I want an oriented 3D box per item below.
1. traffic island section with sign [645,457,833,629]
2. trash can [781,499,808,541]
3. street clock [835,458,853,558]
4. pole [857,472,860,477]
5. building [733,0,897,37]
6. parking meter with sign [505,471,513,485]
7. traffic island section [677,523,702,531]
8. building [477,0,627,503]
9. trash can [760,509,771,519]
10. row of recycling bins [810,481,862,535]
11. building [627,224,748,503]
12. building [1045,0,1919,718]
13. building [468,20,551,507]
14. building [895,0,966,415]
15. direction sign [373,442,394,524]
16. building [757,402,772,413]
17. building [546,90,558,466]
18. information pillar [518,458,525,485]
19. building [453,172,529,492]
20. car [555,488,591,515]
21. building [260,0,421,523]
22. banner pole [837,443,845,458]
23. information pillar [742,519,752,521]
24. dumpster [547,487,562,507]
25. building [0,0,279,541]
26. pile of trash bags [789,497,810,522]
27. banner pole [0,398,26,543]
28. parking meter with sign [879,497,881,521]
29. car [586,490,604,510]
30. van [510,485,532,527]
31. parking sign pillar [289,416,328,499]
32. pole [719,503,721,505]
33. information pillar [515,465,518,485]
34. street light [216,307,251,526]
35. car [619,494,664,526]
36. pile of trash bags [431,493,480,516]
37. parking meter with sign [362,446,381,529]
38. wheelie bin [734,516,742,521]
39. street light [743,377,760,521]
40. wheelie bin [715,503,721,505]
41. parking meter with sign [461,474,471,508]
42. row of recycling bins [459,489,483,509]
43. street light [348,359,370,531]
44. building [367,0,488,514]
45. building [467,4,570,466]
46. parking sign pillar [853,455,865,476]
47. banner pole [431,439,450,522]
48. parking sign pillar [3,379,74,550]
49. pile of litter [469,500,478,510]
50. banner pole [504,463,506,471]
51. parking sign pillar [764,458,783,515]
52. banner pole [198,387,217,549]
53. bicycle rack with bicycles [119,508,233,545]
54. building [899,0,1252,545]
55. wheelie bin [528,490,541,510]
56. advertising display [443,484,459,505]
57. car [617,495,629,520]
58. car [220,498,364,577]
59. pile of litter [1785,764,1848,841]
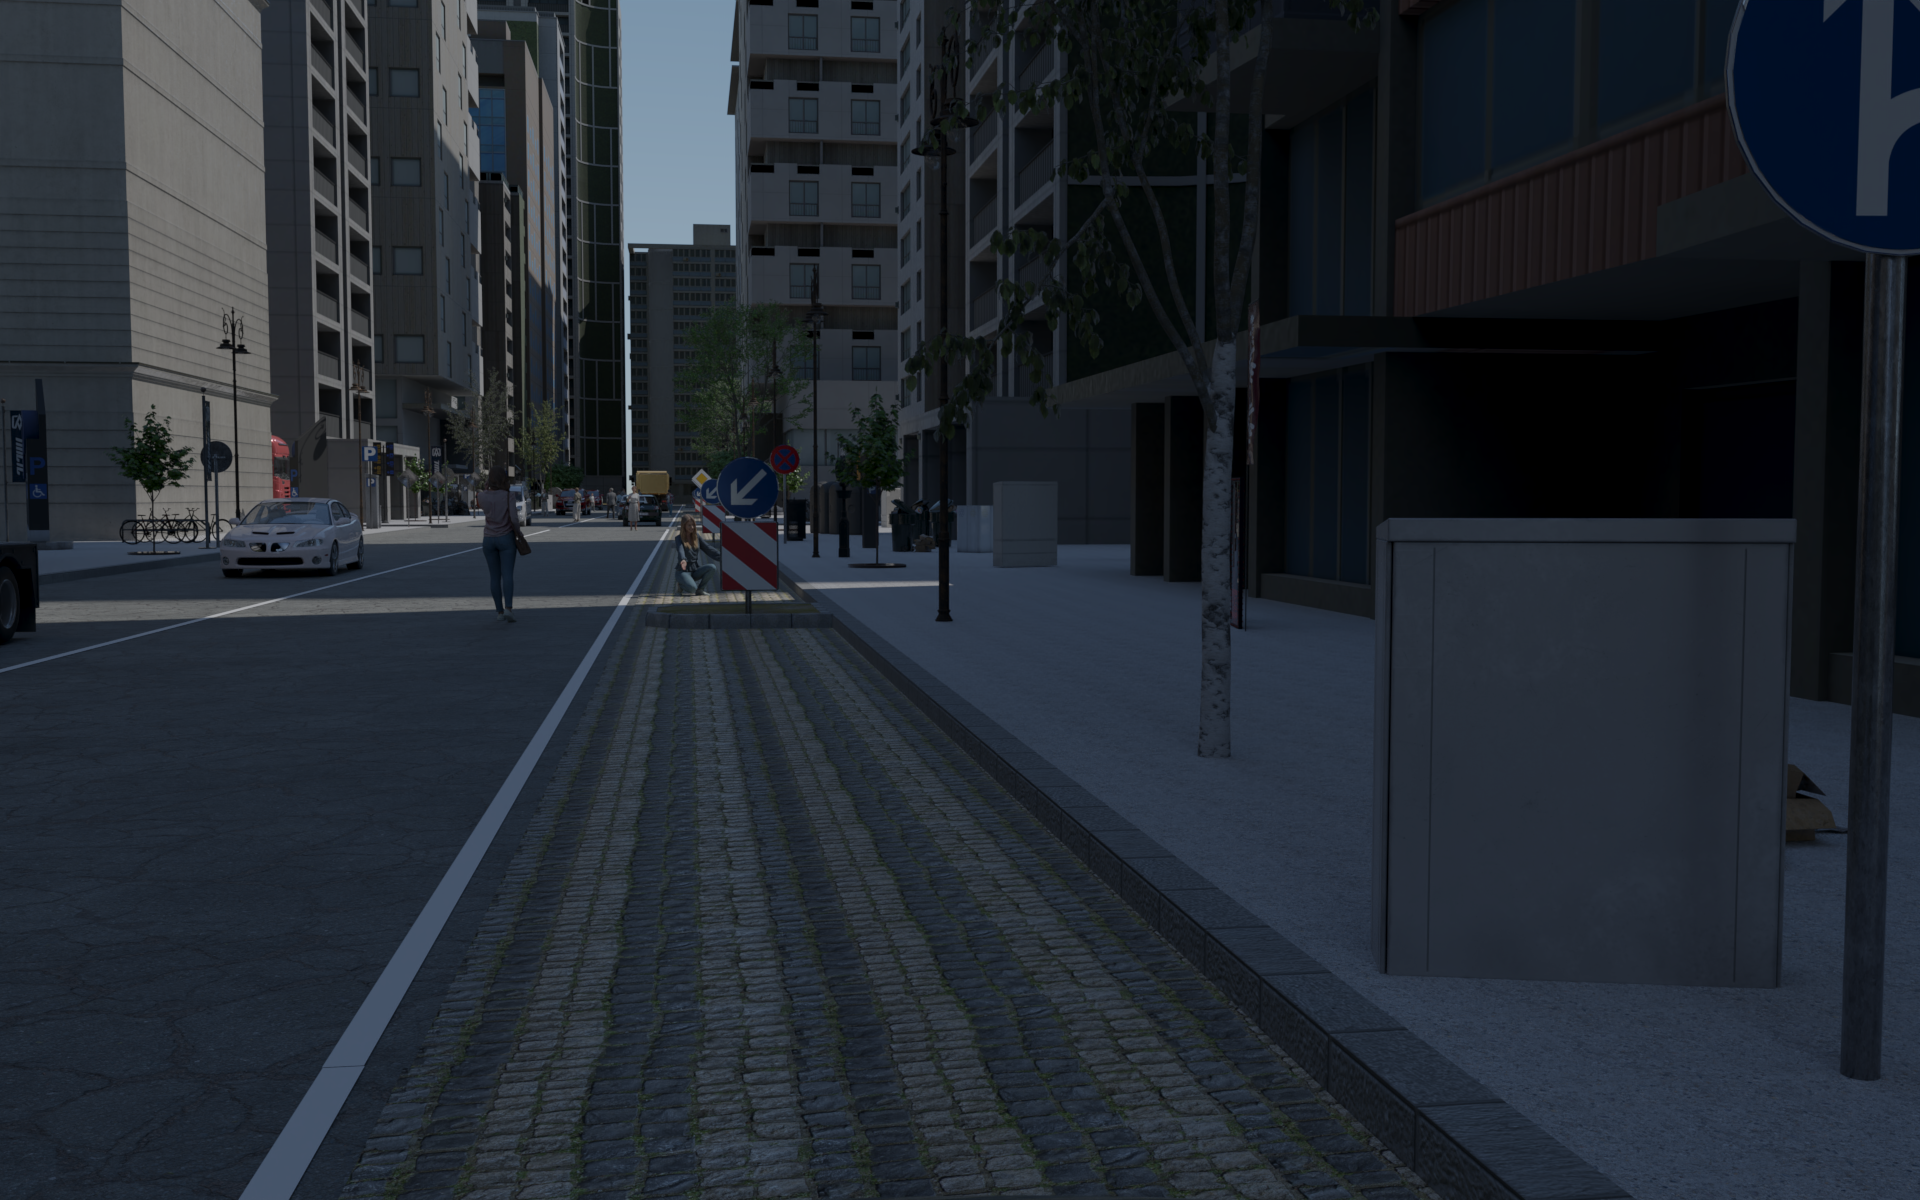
[{"bbox_3d":[-2.478,-0.647,19.205,1.989,1.847,2.006,-1,4,-9],"label":"traffic island section with sign"},{"bbox_3d":[-4.517,-2.185,47.382,0.748,1.137,0.748,0,3,0],"label":"trash can"},{"bbox_3d":[-2.346,-1.864,35.048,0.358,2.002,0.471,1,4,14],"label":"street clock"},{"bbox_3d":[-4.669,-5.254,79.751,0.158,3.312,0.155,0,3,0],"label":"pole"},{"bbox_3d":[-9.448,-36.384,184.123,28.713,52.752,27.495,-1,4,-9],"label":"building"},{"bbox_3d":[-33.465,-8.108,128.827,0.543,3.016,1.738,1,4,16],"label":"parking meter with sign"},{"bbox_3d":[-10.183,-2.831,68.571,2.009,0.180,2.903,-1,4,-9],"label":"traffic island section"},{"bbox_3d":[-57.850,-49.202,242.711,20.611,71.187,20.563,-1,4,-9],"label":"building"},{"bbox_3d":[-10.178,-4.823,90.513,0.748,1.137,0.748,0,3,0],"label":"trash can"},{"bbox_3d":[-3.859,-2.960,55.516,1.069,1.692,3.534,-2,4,-28],"label":"row of recycling bins"},{"bbox_3d":[-36.032,-34.269,252.182,23.993,40.220,32.217,-1,4,-9],"label":"building"},{"bbox_3d":[14.132,-22.050,15.150,22.147,44.769,28.867,-1,4,-9],"label":"building"},{"bbox_3d":[-48.276,-31.670,167.915,14.600,45.320,14.200,-1,4,-9],"label":"building"},{"bbox_3d":[4.391,-19.470,90.034,14.107,30.474,14.160,-1,4,-9],"label":"building"},{"bbox_3d":[-25.103,-5.107,75.499,0.876,3.537,0.379,-1,4,-9],"label":"direction sign"},{"bbox_3d":[-12.157,-23.943,163.167,14.160,30.474,14.107,-1,4,-9],"label":"building"},{"bbox_3d":[-50.141,-32.544,182.207,14.600,45.320,14.200,-1,4,-9],"label":"building"},{"bbox_3d":[-28.458,-7.435,112.921,0.183,3.616,0.504,0,4,5],"label":"information pillar"},{"bbox_3d":[-46.424,-23.389,154.104,14.160,30.474,14.107,-1,4,-9],"label":"building"},{"bbox_3d":[-26.264,-6.670,117.735,2.281,1.827,5.304,0,4,-7],"label":"car"},{"bbox_3d":[-37.874,-39.453,83.307,20.563,71.187,20.611,-1,4,-9],"label":"building"},{"bbox_3d":[-5.312,-5.338,77.292,0.401,3.779,0.863,-2,4,-34],"label":"banner pole"},{"bbox_3d":[-8.269,-3.836,67.206,0.304,2.012,0.304,3,4,38],"label":"information pillar"},{"bbox_3d":[-34.394,-8.647,147.141,1.264,1.857,1.865,-1,4,-9],"label":"dumpster"},{"bbox_3d":[-44.908,-16.792,50.969,44.131,29.872,17.030,-1,4,-9],"label":"building"},{"bbox_3d":[-6.719,-4.324,80.447,1.912,1.369,3.447,-2,4,-33],"label":"pile of trash bags"},{"bbox_3d":[-24.842,-3.394,45.516,0.863,3.779,0.401,-1,4,-14],"label":"banner pole"},{"bbox_3d":[-4.109,-5.211,81.460,1.738,3.016,0.543,-3,5,-41],"label":"parking meter with sign"},{"bbox_3d":[-33.222,-9.003,155.879,2.281,1.827,5.304,-1,4,-10],"label":"car"},{"bbox_3d":[-20.064,-4.286,77.086,2.013,2.044,4.112,-1,4,-9],"label":"van"},{"bbox_3d":[-22.384,-4.345,59.512,1.447,3.967,1.447,2,4,26],"label":"parking sign pillar"},{"bbox_3d":[-18.770,-8.647,135.220,0.158,3.312,0.155,0,3,0],"label":"pole"},{"bbox_3d":[-35.669,-9.084,139.878,0.504,3.616,0.183,0,4,7],"label":"information pillar"},{"bbox_3d":[-17.923,-4.286,42.863,0.468,5.910,1.993,-1,4,-9],"label":"street light"},{"bbox_3d":[-14.345,-4.178,78.104,2.009,1.686,4.222,-1,4,-10],"label":"car"},{"bbox_3d":[-29.976,-5.742,103.642,1.912,1.369,3.447,3,5,44],"label":"pile of trash bags"},{"bbox_3d":[-21.710,-4.145,64.027,0.543,3.016,1.738,-1,4,-13],"label":"parking meter with sign"},{"bbox_3d":[-9.861,-4.299,78.191,0.980,1.594,0.693,0,4,-6],"label":"wheelie bin"},{"bbox_3d":[-8.162,-5.848,68.404,0.468,5.910,1.993,-1,4,-9],"label":"street light"},{"bbox_3d":[-20.022,-8.272,143.150,0.693,1.594,0.980,1,4,16],"label":"wheelie bin"},{"bbox_3d":[-38.748,-8.523,135.613,0.543,3.016,1.738,-2,4,-27],"label":"parking meter with sign"},{"bbox_3d":[-42.113,-8.541,146.755,3.534,1.692,1.069,0,4,-3],"label":"row of recycling bins"},{"bbox_3d":[-20.666,-5.314,59.666,0.468,5.910,1.993,-1,4,-9],"label":"street light"},{"bbox_3d":[-47.544,-32.277,116.973,28.713,52.752,27.495,-1,4,-9],"label":"building"},{"bbox_3d":[-61.681,-40.697,207.390,28.212,58.520,21.231,-1,4,-9],"label":"building"},{"bbox_3d":[-6.169,-7.296,107.763,1.447,3.967,1.447,2,4,25],"label":"parking sign pillar"},{"bbox_3d":[-23.679,-5.439,78.946,0.863,3.779,0.401,0,3,0],"label":"banner pole"},{"bbox_3d":[-21.318,-3.149,39.957,1.447,3.967,1.447,-2,4,-30],"label":"parking sign pillar"},{"bbox_3d":[-40.021,-7.803,141.537,1.176,0.858,1.719,3,5,42],"label":"pile of litter"},{"bbox_3d":[-36.351,-9.085,138.549,0.401,3.779,0.863,-1,4,-19],"label":"banner pole"},{"bbox_3d":[-11.386,-7.095,104.476,1.447,3.967,1.447,-1,4,-18],"label":"parking sign pillar"},{"bbox_3d":[-17.716,-3.105,40.788,0.401,3.779,0.863,-1,4,-11],"label":"banner pole"},{"bbox_3d":[-20.604,-1.956,45.359,2.925,0.926,2.852,-2,4,-34],"label":"bicycle rack with bicycles"},{"bbox_3d":[9.671,-37.257,47.408,20.563,71.187,20.611,-1,4,-9],"label":"building"},{"bbox_3d":[-34.414,-8.095,140.267,0.980,1.594,0.693,0,4,-6],"label":"wheelie bin"},{"bbox_3d":[-31.420,-6.219,106.888,0.974,1.923,0.123,0,4,3],"label":"advertising display"},{"bbox_3d":[-18.263,-5.208,97.146,2.014,1.417,4.499,-1,4,-8],"label":"car"},{"bbox_3d":[-12.085,-1.174,31.555,2.083,1.381,4.827,-1,4,-10],"label":"car"},{"bbox_3d":[2.674,0.460,6.441,1.719,0.858,1.176,-1,4,-10],"label":"pile of litter"}]
